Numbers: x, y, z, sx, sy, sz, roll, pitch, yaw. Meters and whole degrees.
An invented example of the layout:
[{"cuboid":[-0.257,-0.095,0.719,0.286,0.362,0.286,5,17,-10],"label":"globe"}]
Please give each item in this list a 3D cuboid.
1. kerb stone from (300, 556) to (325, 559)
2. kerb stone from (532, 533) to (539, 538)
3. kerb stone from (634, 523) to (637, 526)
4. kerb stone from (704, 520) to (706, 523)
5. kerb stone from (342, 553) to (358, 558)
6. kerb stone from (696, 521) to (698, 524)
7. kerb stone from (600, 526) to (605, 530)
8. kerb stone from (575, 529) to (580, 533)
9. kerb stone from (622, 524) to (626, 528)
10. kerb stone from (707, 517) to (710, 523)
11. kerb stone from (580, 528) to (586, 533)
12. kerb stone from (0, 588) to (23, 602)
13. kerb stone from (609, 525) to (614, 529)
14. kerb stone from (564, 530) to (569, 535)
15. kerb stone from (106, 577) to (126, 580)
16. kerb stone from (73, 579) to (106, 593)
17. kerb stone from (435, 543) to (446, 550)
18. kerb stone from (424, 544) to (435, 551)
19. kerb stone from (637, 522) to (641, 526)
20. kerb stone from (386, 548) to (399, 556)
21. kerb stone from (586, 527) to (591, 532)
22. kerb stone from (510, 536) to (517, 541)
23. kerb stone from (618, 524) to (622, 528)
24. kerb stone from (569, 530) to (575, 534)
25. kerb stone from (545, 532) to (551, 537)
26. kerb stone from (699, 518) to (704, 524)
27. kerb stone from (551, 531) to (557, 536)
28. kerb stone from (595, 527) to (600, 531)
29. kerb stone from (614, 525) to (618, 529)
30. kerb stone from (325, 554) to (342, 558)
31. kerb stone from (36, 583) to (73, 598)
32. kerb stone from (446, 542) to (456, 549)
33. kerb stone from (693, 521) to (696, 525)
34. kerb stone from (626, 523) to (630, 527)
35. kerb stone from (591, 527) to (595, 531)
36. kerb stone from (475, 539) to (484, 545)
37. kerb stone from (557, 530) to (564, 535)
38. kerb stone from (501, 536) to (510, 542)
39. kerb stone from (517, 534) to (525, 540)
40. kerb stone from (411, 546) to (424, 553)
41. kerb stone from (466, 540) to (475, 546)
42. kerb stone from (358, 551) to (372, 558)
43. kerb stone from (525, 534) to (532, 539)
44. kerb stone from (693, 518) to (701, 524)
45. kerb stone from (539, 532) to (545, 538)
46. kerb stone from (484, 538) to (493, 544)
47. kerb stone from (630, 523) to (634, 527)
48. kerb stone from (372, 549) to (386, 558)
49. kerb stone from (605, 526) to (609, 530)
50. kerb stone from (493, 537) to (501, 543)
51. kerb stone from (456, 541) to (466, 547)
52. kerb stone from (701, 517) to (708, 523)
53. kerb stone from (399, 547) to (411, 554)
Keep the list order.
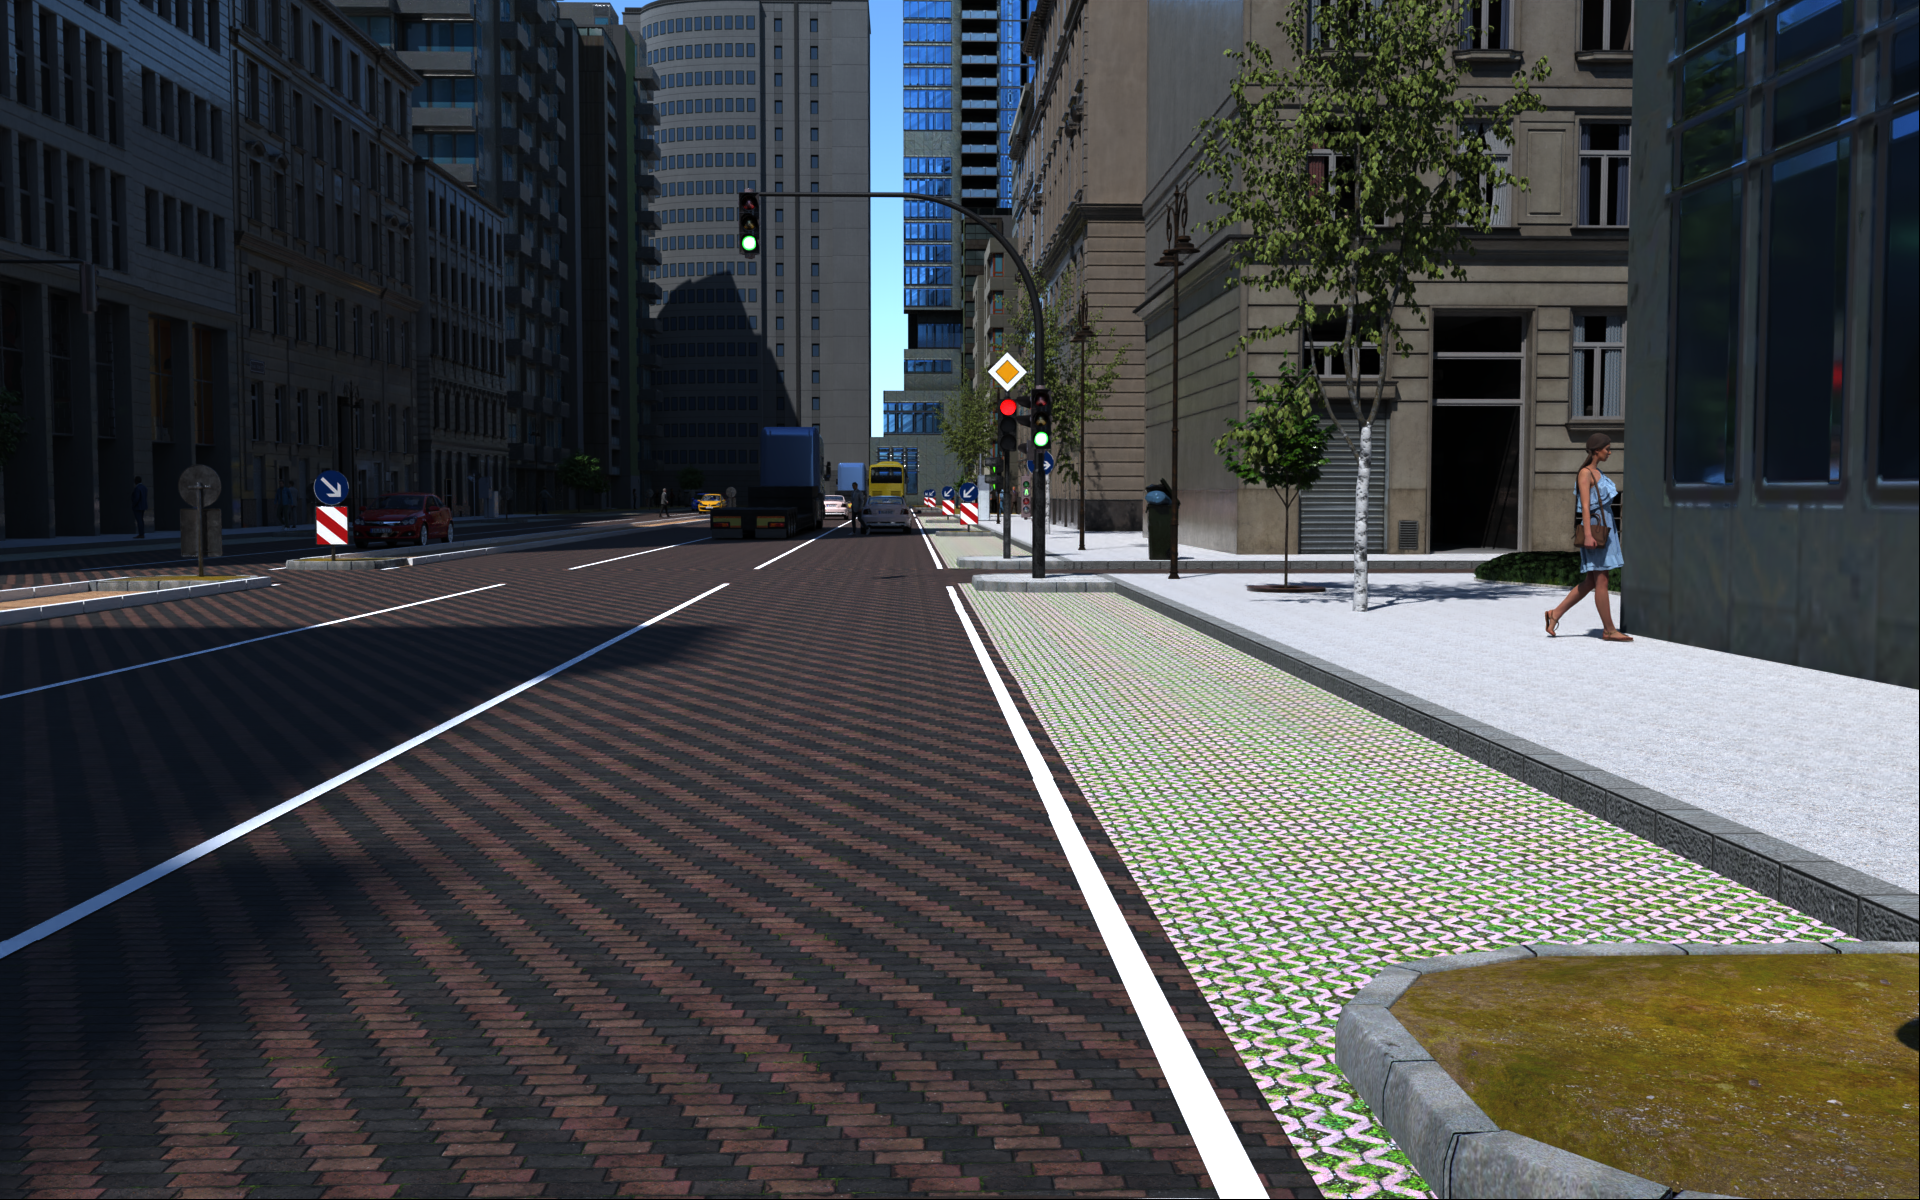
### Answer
[{"cuboid":[-13.115,-0.785,35.031,0.120,0.150,1.000,0,4,-2],"label":"kerb stone"},{"cuboid":[-13.773,-2.042,55.586,0.120,0.150,1.000,0,4,-2],"label":"kerb stone"},{"cuboid":[-14.443,-3.297,76.121,0.120,0.150,1.000,0,4,-2],"label":"kerb stone"},{"cuboid":[-12.600,-3.798,84.288,0.120,0.150,1.000,0,4,-2],"label":"kerb stone"},{"cuboid":[-13.174,-0.911,37.089,0.120,0.150,1.000,0,4,-2],"label":"kerb stone"},{"cuboid":[-12.504,-3.610,81.217,0.120,0.150,1.000,0,4,-2],"label":"kerb stone"},{"cuboid":[-14.171,-2.796,67.904,0.120,0.150,1.000,0,4,-2],"label":"kerb stone"},{"cuboid":[-14.008,-2.469,62.756,0.120,0.150,1.000,0,4,-2],"label":"kerb stone"},{"cuboid":[-14.350,-3.106,73.036,0.120,0.150,1.000,0,4,-2],"label":"kerb stone"},{"cuboid":[-12.671,-3.923,86.334,0.120,0.150,1.000,0,4,-2],"label":"kerb stone"},{"cuboid":[-14.038,-2.534,63.790,0.120,0.150,1.000,0,4,-2],"label":"kerb stone"},{"cuboid":[-12.727,-0.062,23.206,0.120,0.150,1.000,0,4,-2],"label":"kerb stone"},{"cuboid":[-14.237,-2.922,69.964,0.120,0.150,1.000,0,4,-2],"label":"kerb stone"},{"cuboid":[-13.947,-2.355,60.702,0.120,0.150,1.000,0,4,-2],"label":"kerb stone"},{"cuboid":[-12.829,-0.250,26.288,0.120,0.150,1.000,0,4,-2],"label":"kerb stone"},{"cuboid":[-12.795,-0.188,25.266,0.120,0.150,1.000,0,4,-2],"label":"kerb stone"},{"cuboid":[-13.411,-1.350,44.276,0.120,0.150,1.000,0,4,-2],"label":"kerb stone"},{"cuboid":[-13.371,-1.282,43.254,0.120,0.150,1.000,0,4,-2],"label":"kerb stone"},{"cuboid":[-14.473,-3.361,77.144,0.120,0.150,1.000,0,4,-2],"label":"kerb stone"},{"cuboid":[-13.276,-1.100,40.177,0.120,0.150,1.000,0,4,-2],"label":"kerb stone"},{"cuboid":[-14.067,-2.607,64.823,0.120,0.150,1.000,0,4,-2],"label":"kerb stone"},{"cuboid":[-13.681,-1.847,52.508,0.120,0.150,1.000,0,4,-2],"label":"kerb stone"},{"cuboid":[-14.307,-3.047,72.008,0.120,0.150,1.000,0,4,-2],"label":"kerb stone"},{"cuboid":[-13.974,-2.418,61.733,0.120,0.150,1.000,0,4,-2],"label":"kerb stone"},{"cuboid":[-13.847,-2.165,57.629,0.120,0.150,1.000,0,4,-2],"label":"kerb stone"},{"cuboid":[-12.570,-3.735,83.260,0.120,0.150,1.000,0,4,-2],"label":"kerb stone"},{"cuboid":[-13.878,-2.230,58.651,0.120,0.150,1.000,0,4,-2],"label":"kerb stone"},{"cuboid":[-14.137,-2.733,66.879,0.120,0.150,1.000,0,4,-2],"label":"kerb stone"},{"cuboid":[-14.270,-2.984,70.986,0.120,0.150,1.000,0,4,-2],"label":"kerb stone"},{"cuboid":[-13.140,-0.846,36.059,0.120,0.150,1.000,0,4,-2],"label":"kerb stone"},{"cuboid":[-12.757,-0.123,24.241,0.120,0.150,1.000,0,4,-2],"label":"kerb stone"},{"cuboid":[-13.441,-1.413,45.297,0.120,0.150,1.000,0,4,-2],"label":"kerb stone"},{"cuboid":[-12.471,-3.547,80.193,0.120,0.150,1.000,0,4,-2],"label":"kerb stone"},{"cuboid":[-14.378,-3.173,74.069,0.120,0.150,1.000,0,4,-2],"label":"kerb stone"},{"cuboid":[-14.106,-2.670,65.848,0.120,0.150,1.000,0,4,-2],"label":"kerb stone"},{"cuboid":[-13.543,-1.602,48.385,0.120,0.150,1.000,0,4,-2],"label":"kerb stone"},{"cuboid":[-13.907,-2.292,59.677,0.120,0.150,1.000,0,4,-2],"label":"kerb stone"},{"cuboid":[-13.638,-1.790,51.473,0.120,0.150,1.000,0,4,-2],"label":"kerb stone"},{"cuboid":[-13.710,-1.905,53.541,0.120,0.150,1.000,0,4,-2],"label":"kerb stone"},{"cuboid":[-13.339,-1.226,42.232,0.120,0.150,1.000,0,4,-2],"label":"kerb stone"},{"cuboid":[-13.505,-1.539,47.356,0.120,0.150,1.000,0,4,-2],"label":"kerb stone"},{"cuboid":[-13.212,-0.968,38.125,0.120,0.150,1.000,0,4,-2],"label":"kerb stone"},{"cuboid":[-13.746,-1.980,54.564,0.120,0.150,1.000,0,4,-2],"label":"kerb stone"},{"cuboid":[-12.538,-3.672,82.239,0.120,0.150,1.000,0,4,-2],"label":"kerb stone"},{"cuboid":[-13.805,-2.104,56.607,0.120,0.150,1.000,0,4,-2],"label":"kerb stone"},{"cuboid":[-13.578,-1.665,49.414,0.120,0.150,1.000,0,4,-2],"label":"kerb stone"},{"cuboid":[-14.400,-3.235,75.091,0.120,0.150,1.000,0,4,-2],"label":"kerb stone"},{"cuboid":[-13.243,-1.037,39.156,0.120,0.150,1.000,0,4,-2],"label":"kerb stone"},{"cuboid":[-14.208,-2.859,68.934,0.120,0.150,1.000,0,4,-2],"label":"kerb stone"},{"cuboid":[-13.609,-1.728,50.441,0.120,0.150,1.000,0,4,-2],"label":"kerb stone"},{"cuboid":[-13.480,-1.475,46.319,0.120,0.150,1.000,0,4,-2],"label":"kerb stone"},{"cuboid":[-12.633,-3.860,85.310,0.120,0.150,1.000,0,4,-2],"label":"kerb stone"},{"cuboid":[-13.318,-1.163,41.210,0.120,0.150,1.000,0,4,-2],"label":"kerb stone"}]
